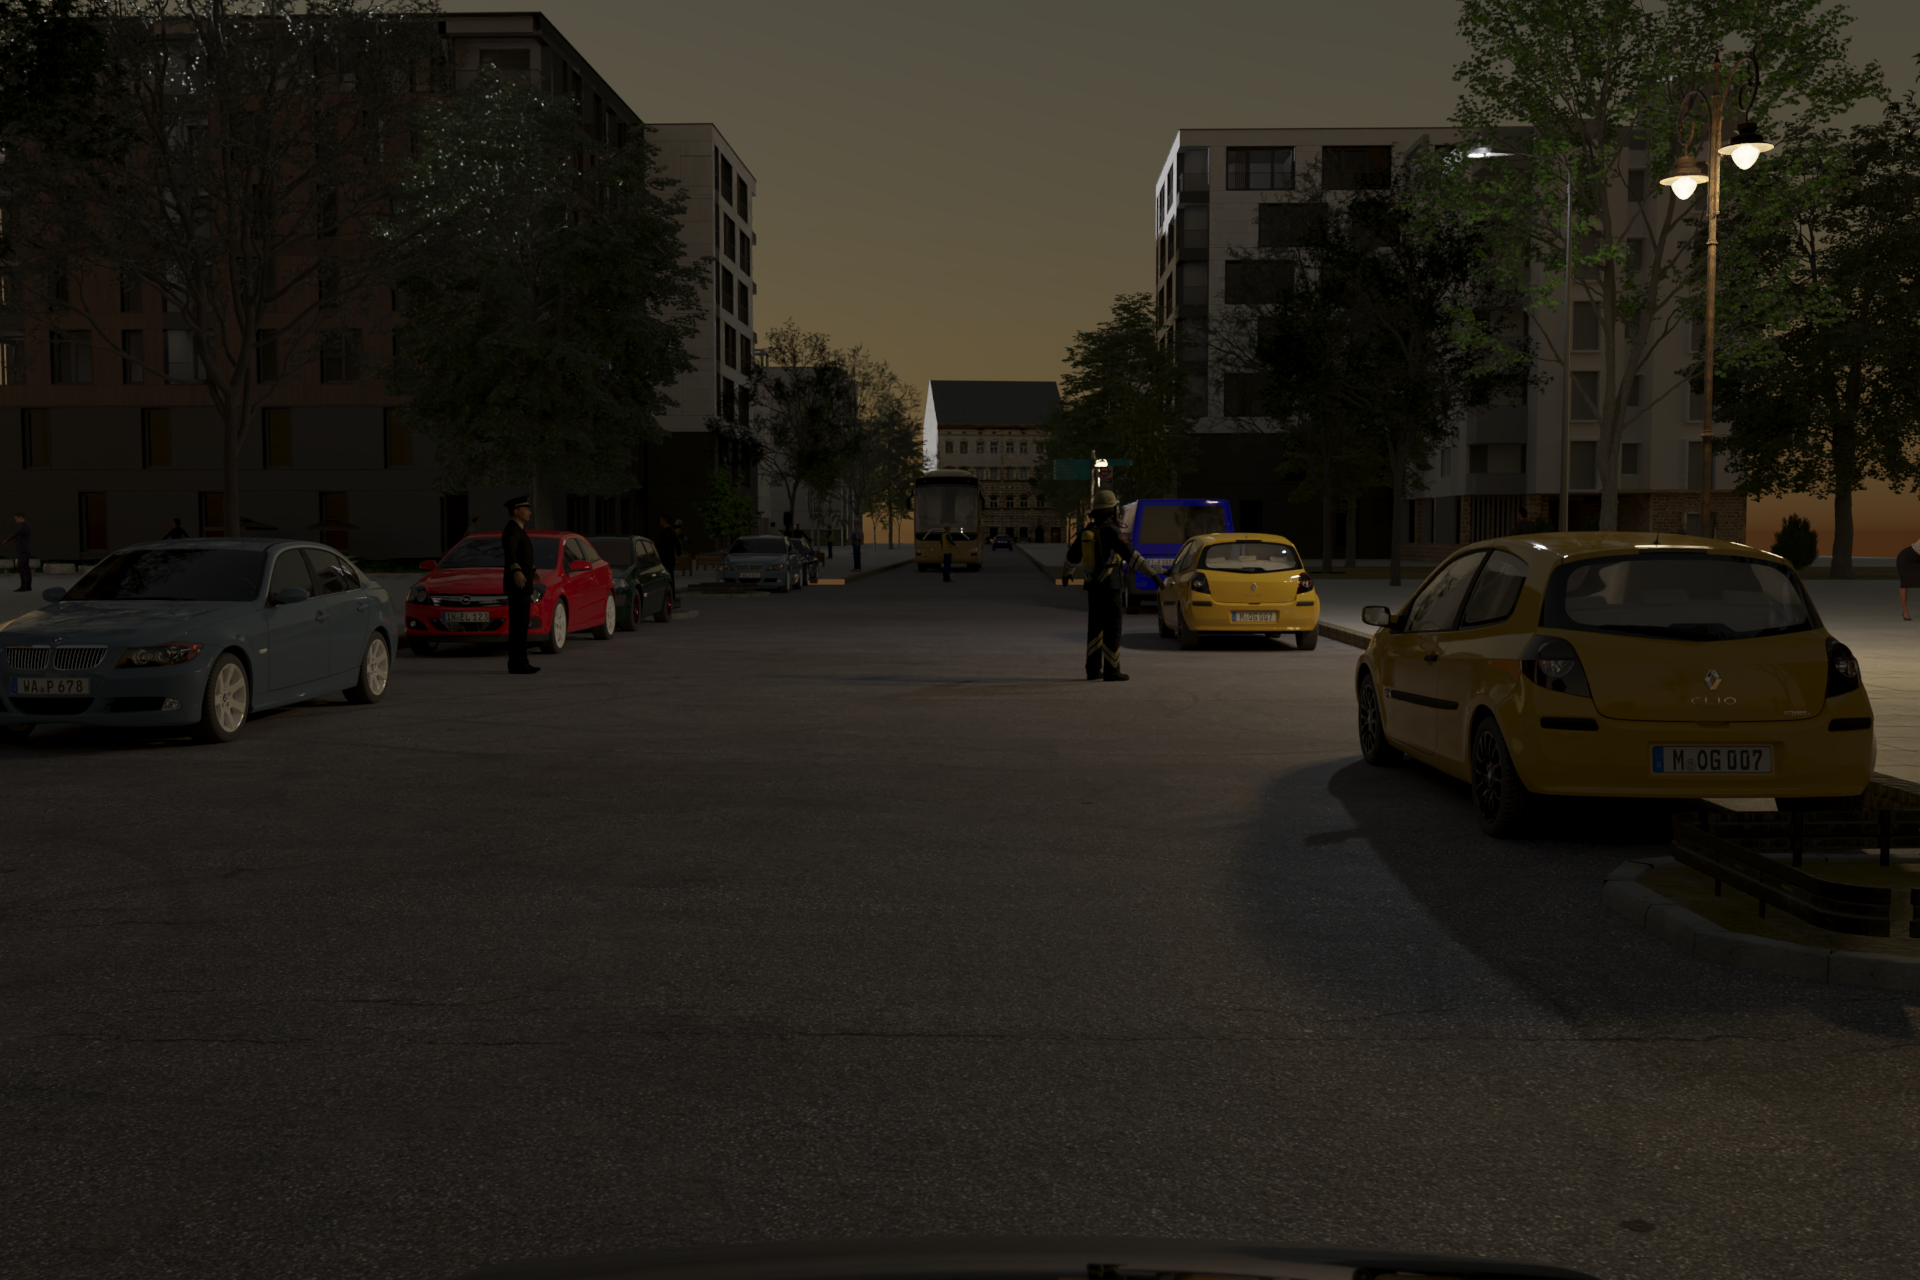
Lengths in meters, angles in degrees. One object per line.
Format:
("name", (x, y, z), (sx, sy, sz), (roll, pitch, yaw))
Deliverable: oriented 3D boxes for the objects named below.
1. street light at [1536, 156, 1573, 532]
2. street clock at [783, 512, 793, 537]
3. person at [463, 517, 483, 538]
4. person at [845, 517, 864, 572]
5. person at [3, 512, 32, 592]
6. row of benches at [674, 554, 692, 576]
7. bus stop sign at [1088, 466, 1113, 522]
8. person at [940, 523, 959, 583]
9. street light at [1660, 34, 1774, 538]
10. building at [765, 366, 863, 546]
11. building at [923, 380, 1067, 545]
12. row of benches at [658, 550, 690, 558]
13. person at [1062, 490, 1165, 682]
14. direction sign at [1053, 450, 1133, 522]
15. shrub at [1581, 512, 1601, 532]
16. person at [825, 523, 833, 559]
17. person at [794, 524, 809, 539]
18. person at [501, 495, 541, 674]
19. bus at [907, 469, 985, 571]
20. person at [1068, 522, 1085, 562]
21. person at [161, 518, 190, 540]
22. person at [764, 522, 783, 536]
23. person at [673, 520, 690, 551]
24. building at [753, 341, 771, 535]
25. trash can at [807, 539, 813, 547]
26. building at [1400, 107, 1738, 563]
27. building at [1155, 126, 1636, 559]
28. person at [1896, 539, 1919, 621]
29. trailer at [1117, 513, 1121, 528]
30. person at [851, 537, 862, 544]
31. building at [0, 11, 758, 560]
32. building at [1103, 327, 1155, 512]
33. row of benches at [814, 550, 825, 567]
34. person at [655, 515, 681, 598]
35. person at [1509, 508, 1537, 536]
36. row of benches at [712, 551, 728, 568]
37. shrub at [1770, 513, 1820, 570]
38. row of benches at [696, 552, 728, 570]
("street light", (7.846, -2.955, 20.859), (1.470, 5.913, 1.316), (0, 4, 1))
("street clock", (-5.558, -3.138, 55.884), (0.358, 2.002, 0.471), (0, 4, 2))
("person", (-14.384, -2.766, 51.497), (1.348, 1.796, 0.705), (2, 4, 32))
("person", (-3.549, -3.257, 59.105), (0.705, 1.847, 1.347), (-2, 4, -30))
("person", (-20.986, -1.963, 38.584), (0.568, 1.767, 0.683), (-2, 4, -26))
("row of benches", (-10.089, -2.305, 53.153), (4.104, 0.672, 1.422), (1, 4, 14))
("bus stop sign", (4.936, -4.416, 60.911), (0.855, 3.939, 0.416), (0, 4, 1))
("person", (-0.301, -2.590, 51.264), (0.721, 1.772, 1.216), (-1, 4, -22))
("street light", (7.224, -2.686, 16.701), (0.468, 5.910, 1.993), (0, 4, 1))
("building", (-20.666, -20.314, 198.597), (16.747, 18.905, 31.486), (0, 4, 1))
("building", (4.692, -25.263, 246.434), (18.063, 23.208, 19.493), (0, 4, -7))
("row of benches", (-12.126, -3.120, 66.476), (4.104, 0.672, 1.422), (-3, 5, -40))
("person", (1.435, -0.533, 16.952), (0.705, 1.856, 1.354), (-3, 5, -41))
("direction sign", (4.222, -4.023, 54.532), (2.525, 3.948, 1.411), (0, 3, 0))
("shrub", (22.654, -3.518, 61.567), (1.661, 2.075, 1.752), (0, 3, 0))
("person", (-6.725, -5.088, 89.151), (0.705, 1.833, 1.349), (0, 4, 7))
("person", (-8.161, -4.975, 87.482), (1.346, 1.812, 0.704), (-3, 4, -36))
("person", (-4.519, -0.579, 17.857), (0.705, 1.837, 1.347), (0, 4, -7))
("bus", (-0.344, -4.774, 69.594), (2.896, 3.916, 12.252), (0, 4, 2))
("person", (5.599, -4.476, 79.303), (1.347, 1.817, 0.704), (-1, 4, -15))
("person", (-22.754, -2.659, 50.193), (0.721, 1.740, 1.216), (1, 4, 22))
("person", (-8.030, -4.184, 74.589), (1.347, 1.806, 0.705), (1, 4, 22))
("person", (-11.147, -3.852, 68.747), (0.705, 1.858, 1.354), (-3, 5, -41))
("building", (-24.973, -18.968, 166.544), (16.016, 20.090, 11.380), (0, 4, 2))
("trash can", (-4.931, -2.592, 54.031), (0.748, 1.137, 0.748), (0, 3, 0))
("building", (26.531, -13.877, 83.315), (16.016, 20.090, 11.380), (0, 4, 2))
("building", (25.424, -15.878, 103.577), (27.936, 21.610, 32.646), (0, 4, 2))
("person", (14.211, -0.994, 25.483), (0.799, 1.438, 0.628), (3, 4, 36))
("trailer", (4.376, -2.612, 49.759), (1.471, 1.999, 3.904), (0, 4, 2))
("person", (-5.212, -4.816, 88.002), (0.599, 1.433, 0.991), (-3, 4, -38))
("building", (-26.277, -14.731, 84.824), (27.936, 21.610, 32.646), (0, 4, 2))
("building", (29.130, -20.963, 186.720), (27.936, 21.610, 32.646), (0, 4, 1))
("row of benches", (-7.154, -3.274, 68.987), (4.104, 0.672, 1.422), (2, 4, 27))
("person", (-5.686, -1.515, 33.459), (0.704, 1.802, 1.346), (1, 4, 20))
("person", (11.633, -1.826, 35.918), (1.348, 1.821, 0.705), (-2, 4, -34))
("row of benches", (-7.607, -3.020, 64.842), (4.104, 0.672, 1.422), (2, 4, 31))
("shrub", (29.784, -3.531, 61.781), (1.661, 2.075, 1.752), (0, 3, 0))
("row of benches", (-7.310, -2.772, 60.790), (4.104, 0.672, 1.422), (1, 4, 21))
